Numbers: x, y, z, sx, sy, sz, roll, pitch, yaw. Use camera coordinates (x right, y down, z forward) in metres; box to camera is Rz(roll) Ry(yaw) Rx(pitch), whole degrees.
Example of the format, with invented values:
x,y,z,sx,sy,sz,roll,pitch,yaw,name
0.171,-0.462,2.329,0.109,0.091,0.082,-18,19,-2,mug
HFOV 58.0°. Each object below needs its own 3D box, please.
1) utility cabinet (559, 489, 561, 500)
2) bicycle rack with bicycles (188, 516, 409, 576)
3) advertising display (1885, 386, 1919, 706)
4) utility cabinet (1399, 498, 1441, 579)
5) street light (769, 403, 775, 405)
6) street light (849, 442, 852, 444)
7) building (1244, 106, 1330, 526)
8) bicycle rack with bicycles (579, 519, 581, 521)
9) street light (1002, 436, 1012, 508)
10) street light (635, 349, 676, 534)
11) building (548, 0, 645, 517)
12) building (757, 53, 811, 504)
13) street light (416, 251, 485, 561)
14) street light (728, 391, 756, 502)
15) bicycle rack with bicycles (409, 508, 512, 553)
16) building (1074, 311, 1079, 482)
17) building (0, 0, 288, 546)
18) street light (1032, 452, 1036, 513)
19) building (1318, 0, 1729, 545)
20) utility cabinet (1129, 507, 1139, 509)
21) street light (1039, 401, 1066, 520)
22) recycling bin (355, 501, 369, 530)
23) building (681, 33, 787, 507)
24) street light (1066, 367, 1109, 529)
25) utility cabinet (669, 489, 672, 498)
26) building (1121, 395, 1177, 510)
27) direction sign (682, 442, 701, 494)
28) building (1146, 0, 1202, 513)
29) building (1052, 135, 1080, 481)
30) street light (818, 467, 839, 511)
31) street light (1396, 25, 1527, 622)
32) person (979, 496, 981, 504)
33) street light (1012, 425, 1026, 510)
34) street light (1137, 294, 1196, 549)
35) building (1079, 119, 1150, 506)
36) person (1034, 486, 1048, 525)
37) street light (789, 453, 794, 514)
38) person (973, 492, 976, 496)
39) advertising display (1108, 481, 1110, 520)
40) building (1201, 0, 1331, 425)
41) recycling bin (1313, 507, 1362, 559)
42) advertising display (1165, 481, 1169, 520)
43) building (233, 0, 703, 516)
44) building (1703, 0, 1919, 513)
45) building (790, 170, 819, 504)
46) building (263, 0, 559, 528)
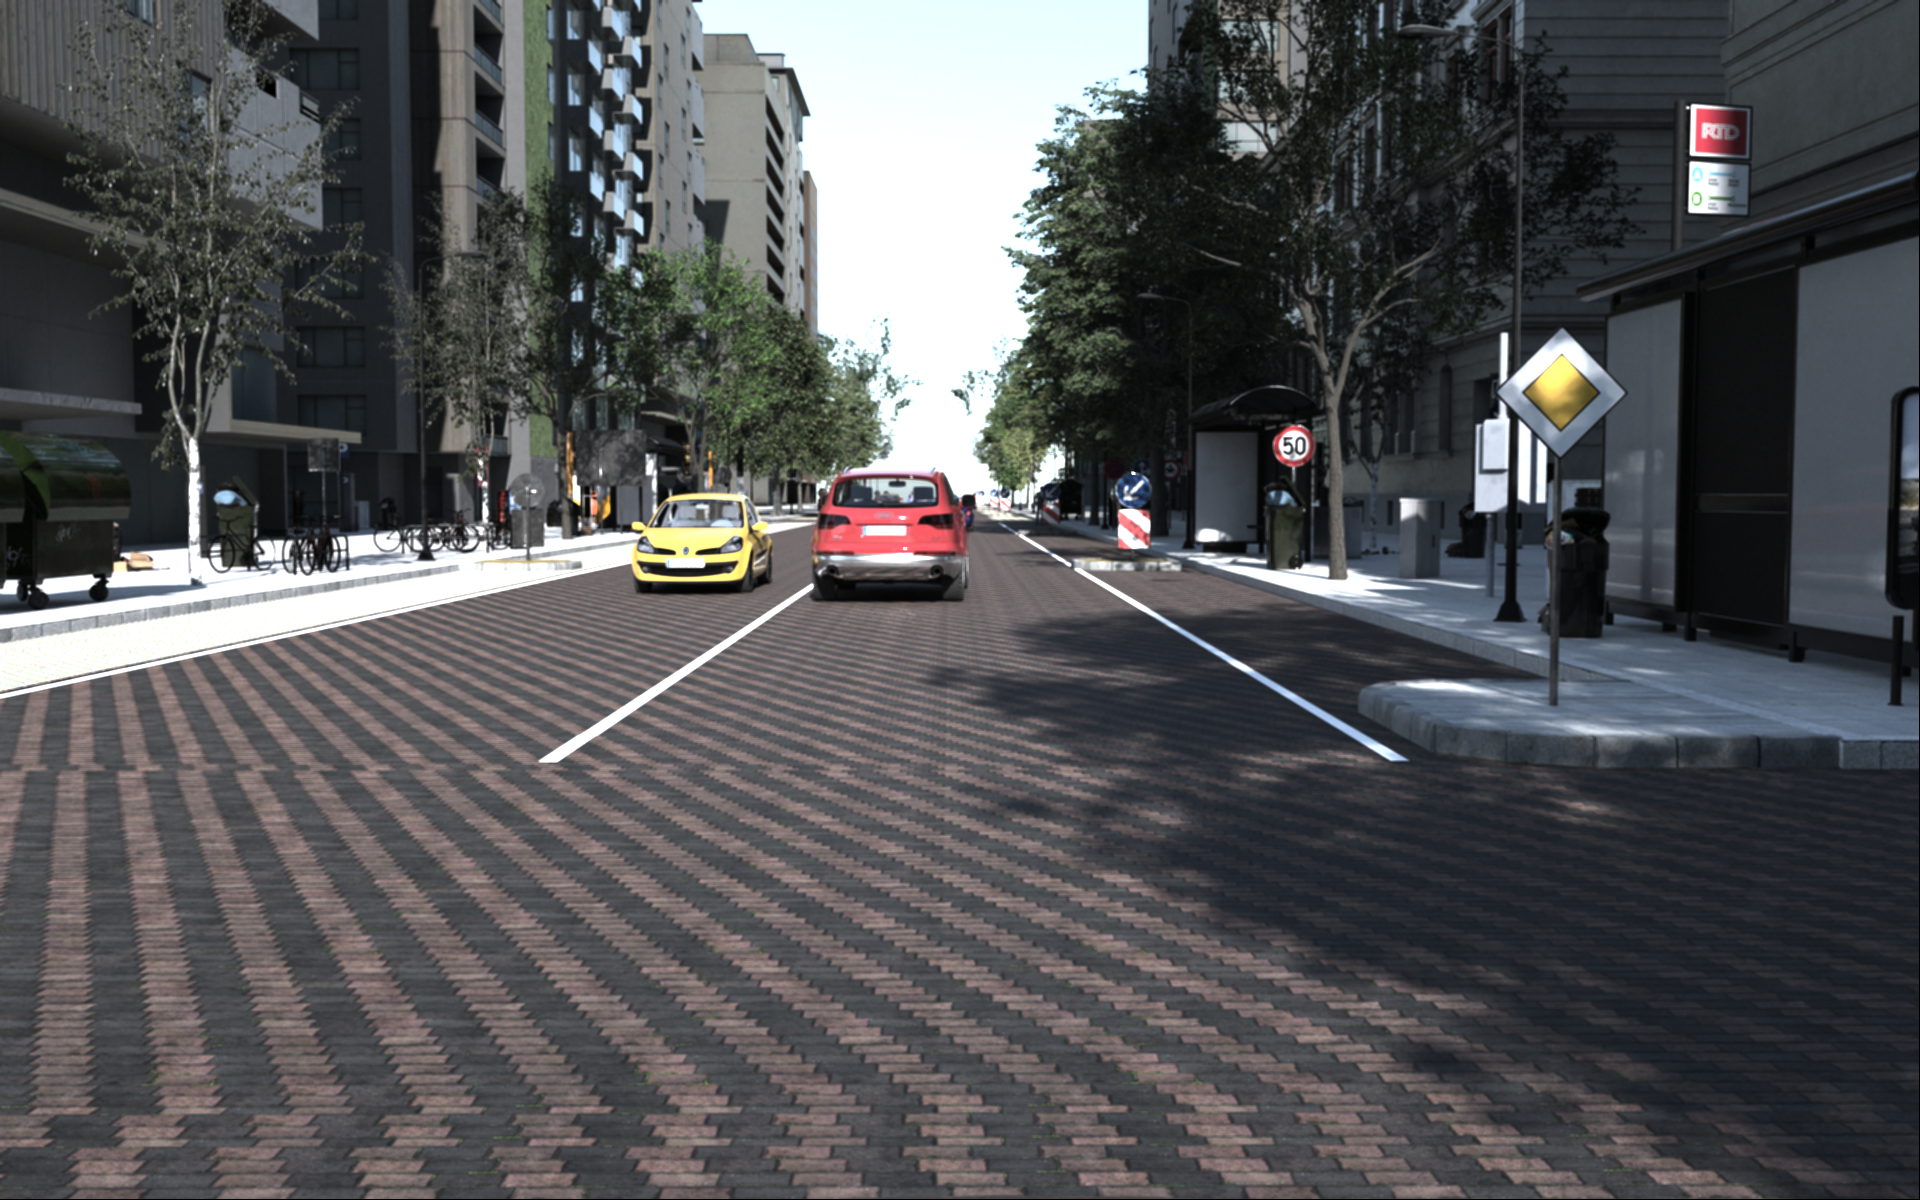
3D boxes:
x,y,z,sx,sy,sz,roll,pitch,yaw,name
-19.292,-4.559,83.215,1.173,1.500,0.318,0,4,3,utility cabinet
-11.125,-0.923,28.470,2.852,0.926,2.925,1,4,8,bicycle rack with bicycles
6.096,-0.315,10.368,0.974,1.923,0.123,1,4,14,advertising display
7.081,-0.945,26.616,0.306,1.237,1.020,2,4,35,utility cabinet
-10.023,-7.046,87.749,1.470,5.913,1.316,0,4,0,street light
-10.373,-11.213,155.874,1.470,5.913,1.316,0,4,0,street light
18.803,-12.908,75.673,10.561,19.102,19.286,0,4,0,building
-18.902,-4.079,80.073,2.925,0.926,2.852,0,4,-5,bicycle rack with bicycles
4.320,-10.195,139.229,1.470,5.913,1.316,0,4,0,street light
-9.751,-5.086,55.700,1.470,5.913,1.316,0,4,0,street light
-30.996,-29.414,100.521,23.786,49.044,30.456,0,4,0,building
-33.389,-38.105,212.250,28.713,52.752,27.495,0,4,0,building
-9.774,-3.714,33.266,1.470,5.913,1.316,0,4,0,street light
-9.896,-6.458,78.132,1.470,5.913,1.316,0,4,0,street light
-11.458,-1.524,38.303,2.925,0.926,2.852,-1,4,-10,bicycle rack with bicycles
20.619,-26.645,207.347,14.160,30.474,14.107,0,4,0,building
-31.173,-27.363,36.625,28.713,52.752,27.495,0,4,0,building
4.623,-7.440,94.189,1.470,5.913,1.316,0,4,0,street light
20.067,-16.307,54.012,14.401,28.519,23.554,0,4,0,building
6.152,-2.862,57.962,1.020,1.237,0.306,-2,4,-28,utility cabinet
4.714,-6.912,85.552,1.470,5.913,1.316,0,4,0,street light
-21.896,-3.069,62.728,0.722,1.027,0.722,1,4,10,recycling bin
-30.473,-34.458,187.091,21.300,48.544,21.600,0,4,0,building
4.724,-5.516,62.720,1.470,5.913,1.316,0,4,0,street light
-12.875,-4.356,79.898,1.173,1.500,0.318,2,4,30,utility cabinet
29.538,-27.499,141.483,32.217,40.220,23.993,0,4,0,building
-11.644,-5.103,75.438,0.876,3.537,0.379,-1,4,-9,direction sign
27.255,-32.150,114.886,28.713,52.752,27.495,0,4,0,building
24.510,-37.302,229.491,23.786,49.044,30.456,0,4,0,building
-10.242,-9.841,133.442,1.470,5.913,1.316,0,4,0,street light
5.023,-2.740,17.335,1.470,5.913,1.316,0,4,0,street light
2.603,-13.490,232.277,0.599,1.433,0.991,1,4,20,person
4.449,-8.823,116.797,1.470,5.913,1.316,0,4,0,street light
4.800,-4.144,40.288,1.470,5.913,1.316,0,4,0,street light
20.125,-31.104,192.152,14.154,41.232,14.086,0,4,0,building
3.775,-4.421,80.885,0.635,1.810,0.391,-1,4,-13,person
-10.190,-8.418,110.181,1.470,5.913,1.316,0,4,0,street light
1.951,-13.495,229.958,1.217,1.723,0.721,1,4,17,person
7.720,-4.864,84.743,0.974,1.923,0.123,0,4,1,advertising display
19.974,-25.129,94.447,14.154,41.232,14.086,0,4,0,building
7.521,-1.342,34.494,0.722,1.027,0.722,-1,4,-18,recycling bin
10.035,-4.869,84.827,0.123,1.923,0.974,3,4,37,advertising display
-34.066,-33.066,129.860,28.713,52.752,27.495,0,4,0,building
28.741,-11.754,25.469,30.059,22.955,16.112,0,4,0,building
-26.487,-35.671,233.324,14.600,45.320,14.200,0,4,0,building
-25.034,-23.624,69.853,14.154,41.232,14.086,0,4,0,building
